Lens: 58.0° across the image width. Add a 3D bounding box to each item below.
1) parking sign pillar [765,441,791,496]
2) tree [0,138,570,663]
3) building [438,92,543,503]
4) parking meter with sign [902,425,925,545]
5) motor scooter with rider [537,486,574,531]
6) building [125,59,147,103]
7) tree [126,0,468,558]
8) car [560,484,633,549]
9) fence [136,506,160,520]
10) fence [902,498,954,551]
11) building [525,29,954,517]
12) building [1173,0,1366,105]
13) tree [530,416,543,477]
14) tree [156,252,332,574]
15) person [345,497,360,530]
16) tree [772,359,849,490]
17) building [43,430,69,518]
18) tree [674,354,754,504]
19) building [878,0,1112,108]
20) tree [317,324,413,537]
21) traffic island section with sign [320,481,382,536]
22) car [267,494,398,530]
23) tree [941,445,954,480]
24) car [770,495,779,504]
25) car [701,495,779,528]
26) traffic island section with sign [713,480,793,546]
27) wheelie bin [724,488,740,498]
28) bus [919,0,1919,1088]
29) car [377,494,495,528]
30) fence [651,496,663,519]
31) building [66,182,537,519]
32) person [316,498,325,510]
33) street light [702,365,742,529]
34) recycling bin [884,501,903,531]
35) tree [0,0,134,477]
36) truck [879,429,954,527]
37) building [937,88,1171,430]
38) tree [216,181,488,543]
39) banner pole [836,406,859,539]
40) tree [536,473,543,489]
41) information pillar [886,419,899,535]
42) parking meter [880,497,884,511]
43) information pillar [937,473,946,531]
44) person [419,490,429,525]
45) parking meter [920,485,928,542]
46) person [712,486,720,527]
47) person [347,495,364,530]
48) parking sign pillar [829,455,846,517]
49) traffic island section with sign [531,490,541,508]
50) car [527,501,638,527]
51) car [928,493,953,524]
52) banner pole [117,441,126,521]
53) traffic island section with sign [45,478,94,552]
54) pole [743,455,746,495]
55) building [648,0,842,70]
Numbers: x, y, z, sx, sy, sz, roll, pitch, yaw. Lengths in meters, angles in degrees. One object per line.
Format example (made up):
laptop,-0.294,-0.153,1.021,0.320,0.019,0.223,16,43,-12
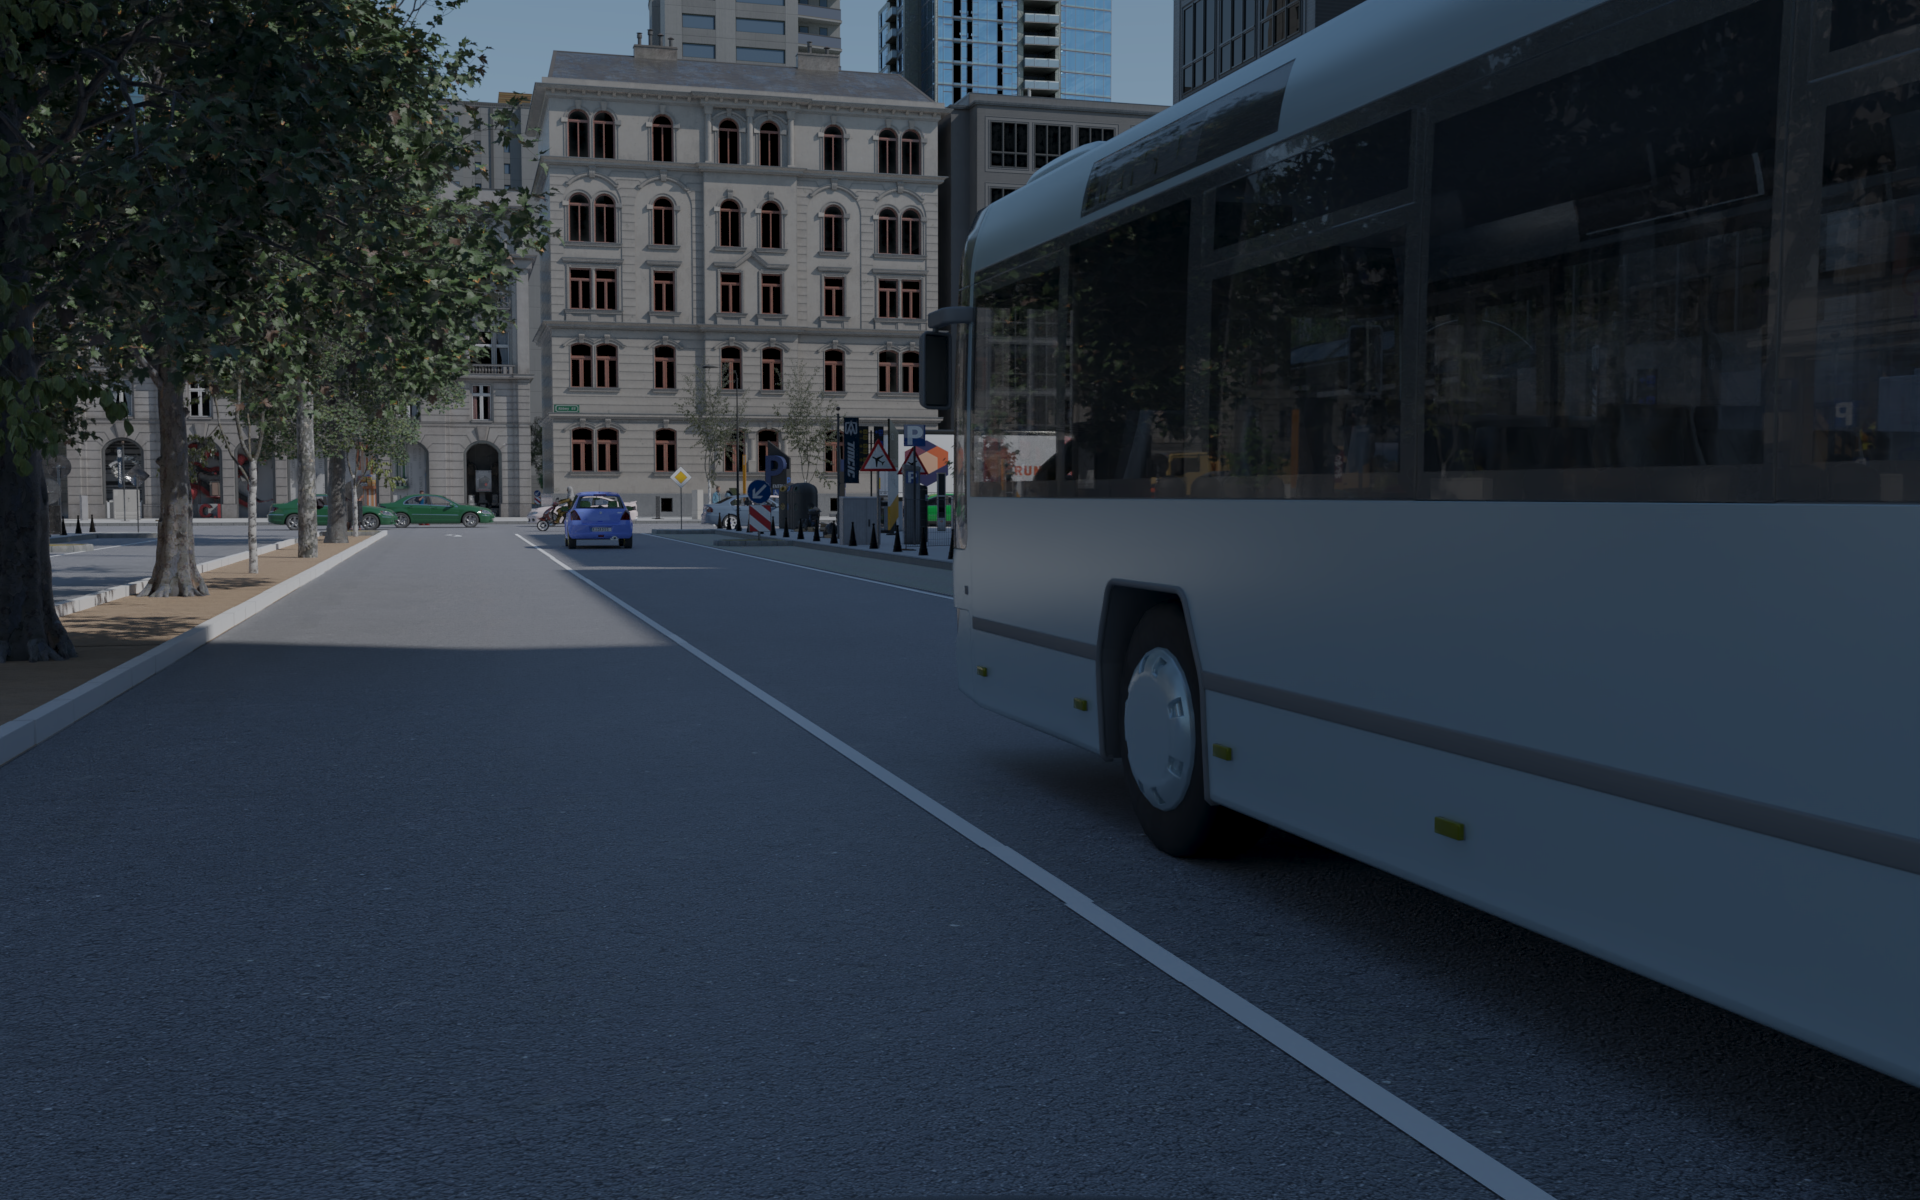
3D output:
parking sign pillar,-9.157,-6.033,87.119,1.447,3.967,1.447,2,4,27
tree,-8.181,-5.831,14.795,9.611,12.733,9.660,0,3,0
building,-74.789,-43.574,254.434,28.212,58.520,21.231,-1,4,-16
parking meter with sign,-1.224,-2.939,44.314,0.543,3.016,1.738,0,4,-6
motor scooter with rider,-15.274,-3.527,66.634,1.986,1.779,0.876,-1,4,-15
building,-78.631,-31.108,158.729,14.600,45.320,14.200,-1,4,-16
tree,-16.015,-11.029,38.678,12.611,20.169,13.585,0,3,0
car,-9.772,-2.269,46.682,1.945,1.707,3.694,-1,4,-15
fence,-39.825,-4.307,85.790,2.069,0.683,0.278,1,4,10
fence,-0.564,-1.768,40.104,0.480,1.192,2.264,3,5,39
building,-13.583,-19.363,103.976,23.554,28.519,14.401,-1,4,-16
building,17.207,-13.686,42.830,14.314,24.678,30.058,-1,4,-16
tree,-45.362,-15.714,191.339,8.767,10.594,7.601,1,4,19
tree,-12.764,-4.785,31.049,4.360,8.622,3.978,0,3,0
person,-23.410,-3.519,66.722,0.565,1.739,0.600,-3,5,-40
tree,-8.251,-8.749,93.416,4.360,8.622,3.978,0,3,0
building,-56.663,-13.709,88.765,19.286,19.102,10.561,-1,4,-16
tree,-13.158,-8.684,92.339,4.360,8.622,3.978,0,3,0
building,4.517,-54.771,208.169,31.000,86.520,22.319,-1,4,-16
tree,-20.103,-6.399,57.445,4.737,8.622,4.395,0,3,0
traffic island section with sign,-20.995,-3.161,59.811,2.006,1.907,1.989,-1,4,-16
car,-25.103,-3.520,69.357,4.920,1.459,2.131,-1,4,-15
tree,0.685,-2.532,36.005,1.663,3.219,1.824,0,3,0
car,-9.268,-4.199,81.008,4.827,1.381,2.083,-1,4,-17
car,-8.023,-3.479,68.888,4.499,1.417,2.014,-1,4,-18
traffic island section with sign,-5.794,-2.410,48.036,1.989,1.847,2.006,-1,4,-16
wheelie bin,-11.485,-4.865,87.458,0.693,1.594,0.980,2,4,27
bus,2.737,-0.585,4.424,2.948,3.499,13.247,-1,4,-16
car,-22.419,-3.804,73.994,4.920,1.459,2.131,-1,4,-15
fence,-15.544,-4.764,89.091,0.480,1.192,2.264,-1,4,-15
building,-36.274,-15.607,96.973,24.055,21.916,13.314,-1,4,-16
person,-16.597,-2.070,44.222,0.662,1.594,0.647,1,4,13
street light,-8.584,-5.509,62.607,1.470,5.913,1.316,-1,4,-16
recycling bin,-2.135,-2.892,59.837,0.722,1.027,0.722,3,4,39
tree,-5.691,-3.380,8.081,4.737,8.622,4.395,0,3,0
truck,2.080,-5.417,77.484,11.283,4.237,2.839,-1,4,-16
building,9.360,-19.395,110.620,24.014,27.812,14.314,-1,4,-16
tree,-18.170,-8.618,50.023,9.857,13.997,8.962,0,3,0
banner pole,-3.265,-3.647,49.641,0.863,3.779,0.401,-1,4,-22
tree,-49.523,-13.804,209.416,4.285,4.588,4.351,0,3,0
information pillar,-2.090,-3.830,53.975,0.183,3.616,0.504,2,4,33
parking meter,-4.071,-5.127,89.533,0.255,1.863,0.399,0,4,-4
information pillar,-0.645,-3.386,59.851,0.304,2.012,0.304,0,4,-5
person,-24.548,-4.199,79.027,0.662,1.594,0.647,-1,4,-21
parking meter,-1.043,-2.314,46.246,0.372,1.533,0.369,0,3,0
person,-10.625,-4.077,75.510,0.444,1.785,0.601,2,4,31
person,-22.568,-3.344,64.639,0.593,1.643,0.415,-2,4,-31
parking sign pillar,-6.654,-6.662,97.393,1.447,3.967,1.447,0,4,-2
traffic island section with sign,-42.906,-10.193,175.288,1.989,1.847,2.006,-1,4,-16
car,-16.753,-3.945,76.867,4.827,1.381,2.083,-1,4,-17
car,-0.986,-3.831,71.430,4.718,1.807,1.959,-1,4,-16
banner pole,-39.457,-5.596,81.519,0.401,3.779,0.863,0,4,-3
traffic island section with sign,-22.875,-2.121,43.313,1.989,1.847,2.006,-1,4,-16
pole,-11.206,-5.885,90.067,0.158,3.312,0.155,0,3,0
building,-24.453,-40.080,197.313,21.231,58.520,28.212,-1,4,-16
